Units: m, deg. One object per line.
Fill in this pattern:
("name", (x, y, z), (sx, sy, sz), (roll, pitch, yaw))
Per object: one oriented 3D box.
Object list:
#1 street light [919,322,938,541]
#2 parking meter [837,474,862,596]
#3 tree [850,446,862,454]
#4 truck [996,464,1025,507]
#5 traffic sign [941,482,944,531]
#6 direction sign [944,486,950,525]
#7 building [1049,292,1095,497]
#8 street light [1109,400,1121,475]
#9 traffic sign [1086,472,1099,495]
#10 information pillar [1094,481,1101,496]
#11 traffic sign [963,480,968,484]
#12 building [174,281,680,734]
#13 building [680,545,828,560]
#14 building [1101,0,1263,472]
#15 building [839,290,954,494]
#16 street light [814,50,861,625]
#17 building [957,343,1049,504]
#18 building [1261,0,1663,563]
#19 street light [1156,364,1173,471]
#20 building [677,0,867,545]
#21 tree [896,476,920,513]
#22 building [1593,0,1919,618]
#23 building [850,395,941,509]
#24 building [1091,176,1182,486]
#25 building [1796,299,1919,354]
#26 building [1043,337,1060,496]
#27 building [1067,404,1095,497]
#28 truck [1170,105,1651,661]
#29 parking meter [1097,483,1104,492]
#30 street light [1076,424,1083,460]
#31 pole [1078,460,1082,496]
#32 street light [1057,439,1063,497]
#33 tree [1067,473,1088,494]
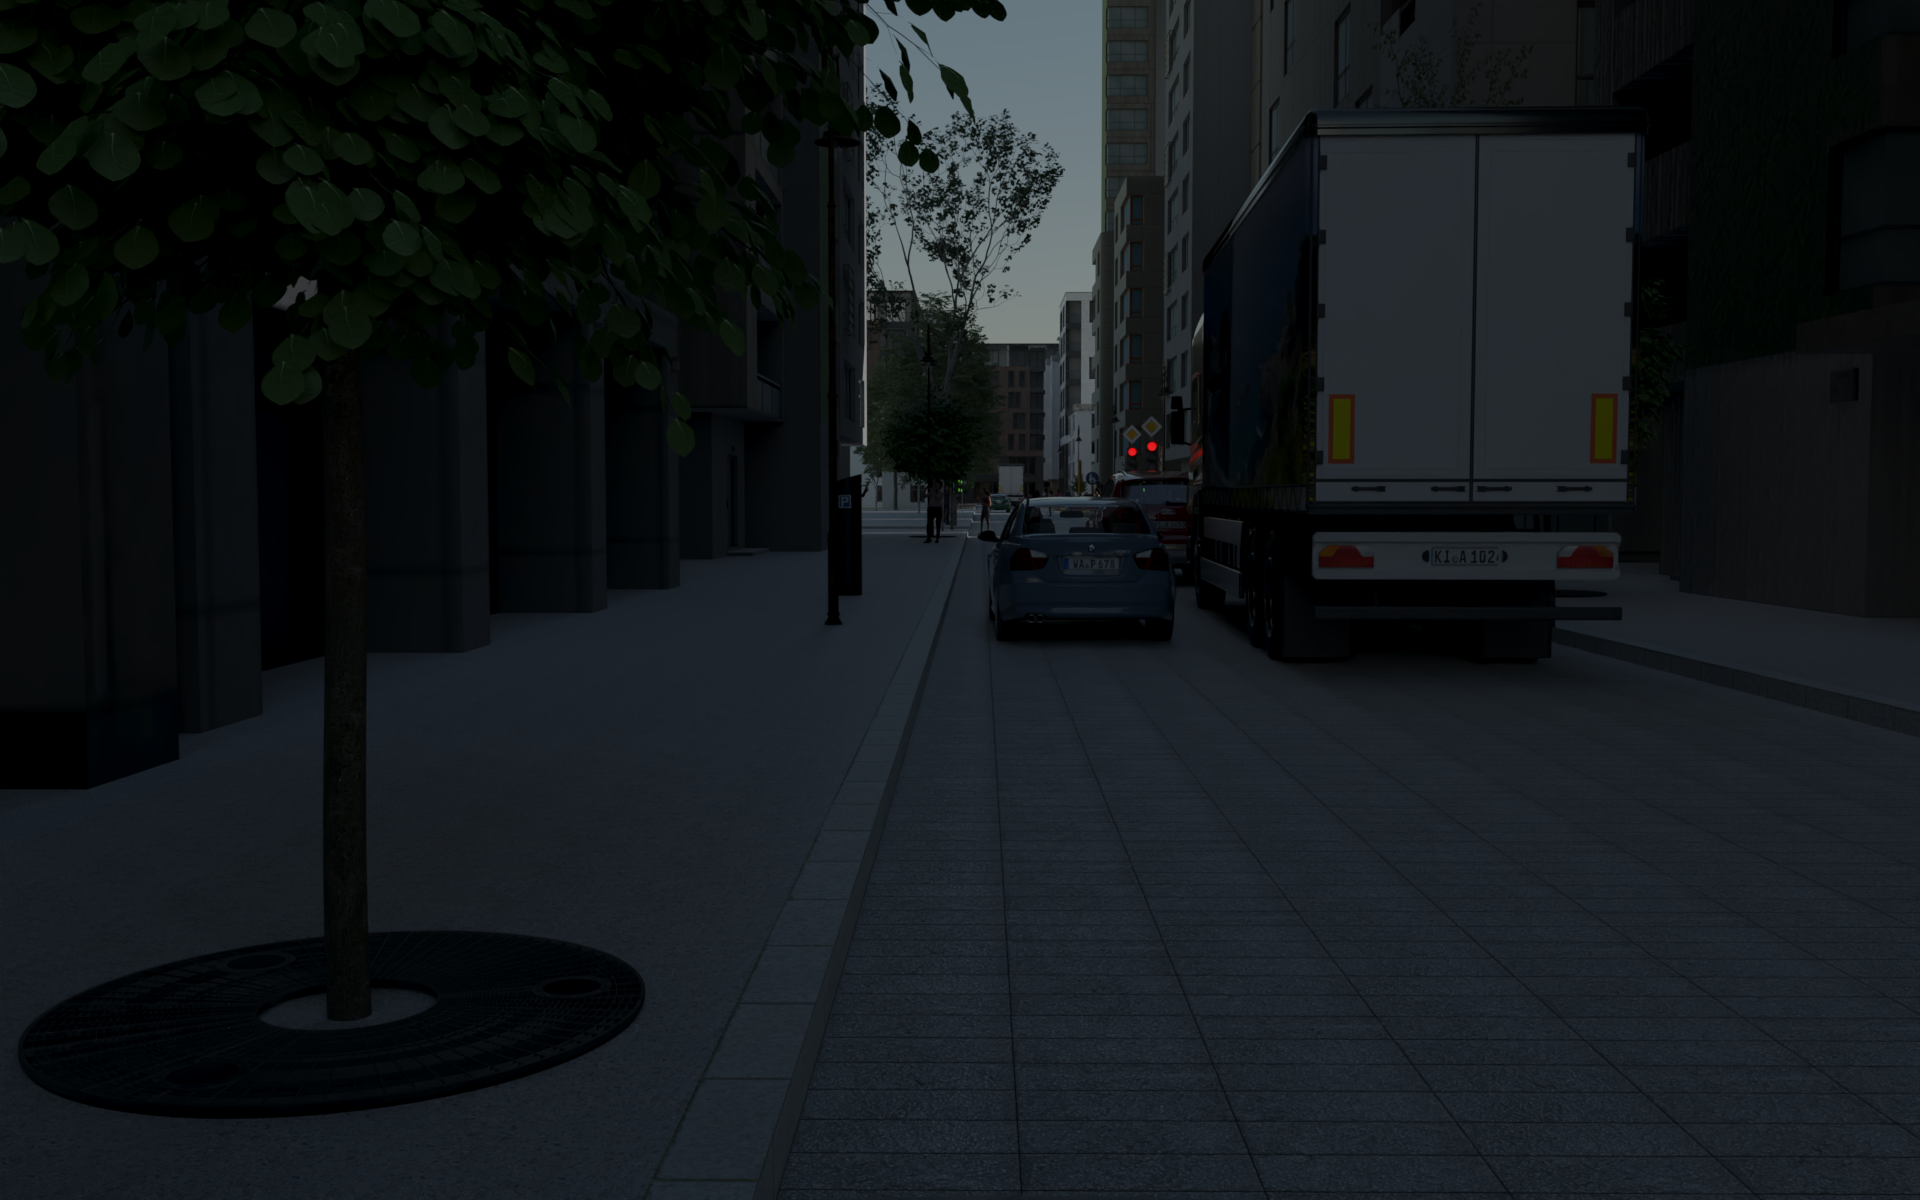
("street light", (-0.842, -4.527, 46.809), (0.468, 5.910, 1.993), (0, 4, 1))
("parking meter", (-1.428, -0.828, 21.957), (0.372, 1.533, 0.369), (0, 3, 0))
("tree", (-5.628, -13.576, 140.100), (7.486, 12.596, 7.792), (0, 3, 0))
("truck", (4.882, -10.880, 166.793), (2.839, 4.237, 11.283), (0, 4, 1))
("traffic sign", (-0.604, -3.644, 59.681), (0.768, 2.556, 0.104), (0, 4, 6))
("direction sign", (-0.468, -4.843, 71.175), (0.379, 3.537, 0.876), (-2, 4, -35))
("building", (24.805, -21.242, 191.283), (27.936, 21.610, 32.646), (0, 4, 1))
("street light", (7.595, -6.868, 85.083), (0.468, 5.910, 1.993), (0, 4, 1))
("traffic sign", (7.523, -6.018, 98.497), (0.768, 2.556, 0.104), (0, 4, 4))
("information pillar", (7.832, -5.770, 98.829), (0.304, 2.012, 0.304), (-2, 4, -23))
("traffic sign", (0.141, -7.244, 118.177), (0.795, 2.593, 0.064), (0, 4, 3))
("building", (-14.146, -35.428, 17.508), (20.563, 71.187, 20.611), (0, 4, 1))
("building", (-10.129, -21.535, 35.692), (14.154, 41.232, 14.086), (0, 4, 1))
("building", (18.111, -27.768, 137.601), (14.154, 41.232, 14.086), (0, 4, 1))
("building", (-14.847, -21.174, 190.171), (27.936, 21.610, 32.646), (0, 4, 1))
("street light", (-1.243, -2.694, 16.837), (0.468, 5.910, 1.993), (0, 4, 1))
("building", (15.273, -24.530, 245.043), (32.646, 21.610, 27.936), (0, 4, 1))
("building", (23.380, -27.833, 44.309), (28.713, 52.752, 27.495), (0, 4, 1))
("street light", (7.273, -5.437, 61.689), (0.468, 5.910, 1.993), (0, 4, 1))
("building", (-10.031, -22.570, 52.607), (14.086, 41.232, 14.154), (0, 4, 1))
("tree", (-2.803, -10.236, 117.716), (4.360, 8.622, 3.978), (0, 3, 0))
("building", (16.465, -15.417, 23.771), (14.160, 30.474, 14.107), (0, 4, 1))
("building", (-5.779, -13.332, 160.128), (9.099, 9.664, 28.070), (0, 4, 1))
("building", (23.033, -16.126, 108.706), (27.650, 21.520, 28.899), (0, 4, 1))
("building", (46.224, -26.168, 82.464), (28.867, 44.769, 22.147), (0, 4, 1))
("building", (18.413, -21.856, 213.758), (16.016, 20.091, 11.380), (0, 4, 1))
("building", (15.198, -13.403, 161.278), (9.099, 9.664, 28.070), (0, 4, 1))
("truck", (3.978, -1.790, 18.178), (2.839, 4.237, 11.283), (0, 4, 3))
("parking meter", (7.499, -5.321, 92.703), (0.255, 1.863, 0.399), (2, 4, 27))
("street light", (7.866, -8.695, 114.944), (0.468, 5.910, 1.993), (0, 4, 1))
("pole", (7.182, -6.724, 103.774), (0.158, 3.312, 0.155), (0, 3, 0))
("street light", (8.299, -10.497, 144.409), (0.468, 5.910, 1.993), (0, 4, 1))
("tree", (9.320, -8.716, 137.101), (1.663, 3.219, 1.824), (0, 3, 0))
